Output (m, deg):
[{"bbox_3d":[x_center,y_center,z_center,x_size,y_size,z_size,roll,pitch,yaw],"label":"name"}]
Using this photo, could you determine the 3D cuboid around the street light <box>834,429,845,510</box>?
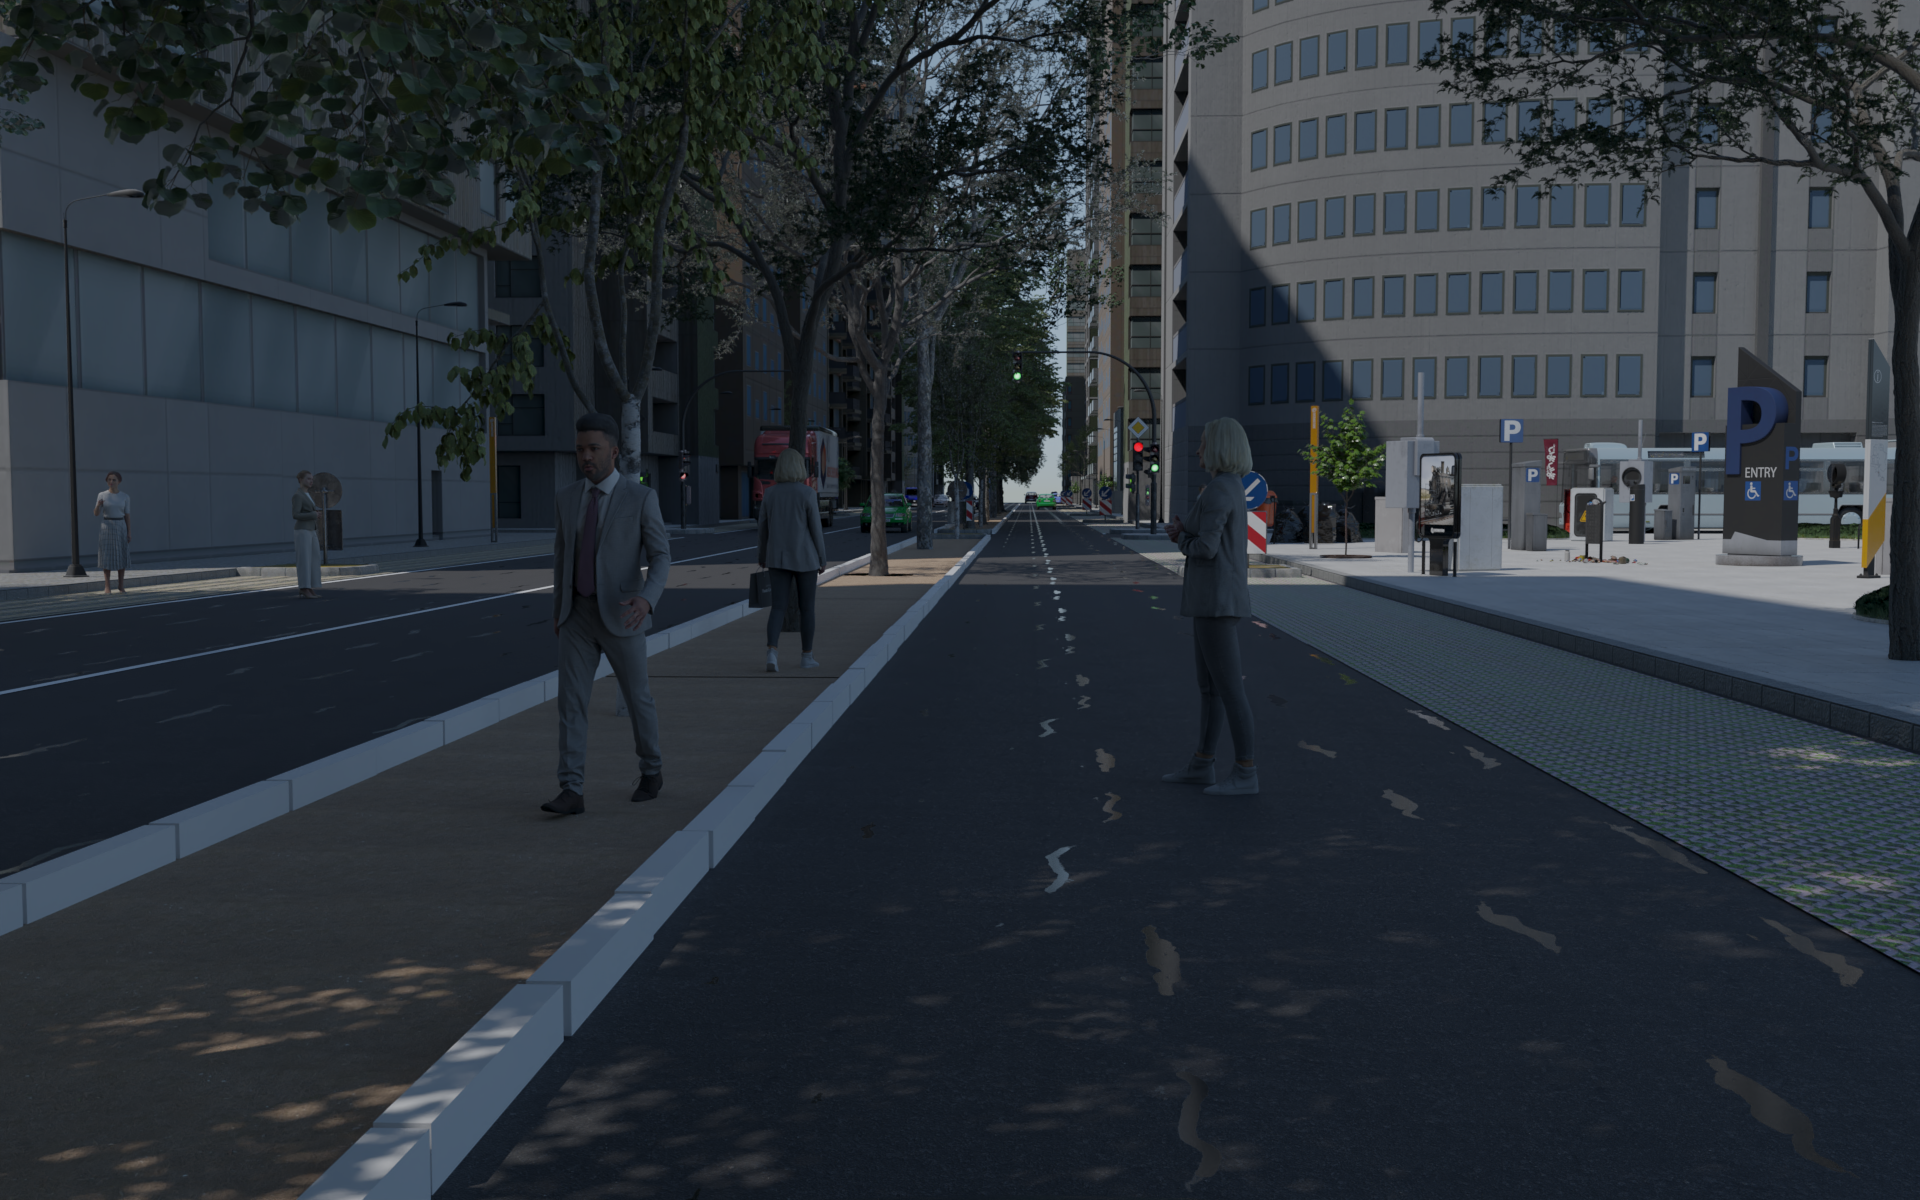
[{"bbox_3d":[-9.203,-9.235,123.532,1.470,5.913,1.316,0,4,2],"label":"street light"}]

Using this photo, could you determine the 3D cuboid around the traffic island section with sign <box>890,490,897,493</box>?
[{"bbox_3d":[-6.220,-9.486,163.724,1.989,1.847,2.006,0,4,2],"label":"traffic island section with sign"}]

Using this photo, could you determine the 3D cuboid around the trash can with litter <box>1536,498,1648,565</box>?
[{"bbox_3d":[11.946,-1.300,32.308,1.678,1.210,2.233,-1,4,-10],"label":"trash can with litter"}]

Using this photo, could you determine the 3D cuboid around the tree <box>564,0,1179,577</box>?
[{"bbox_3d":[-1.441,-7.161,29.912,12.009,13.543,11.850,0,3,0],"label":"tree"}]

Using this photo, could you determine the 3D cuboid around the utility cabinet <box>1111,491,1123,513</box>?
[{"bbox_3d":[10.364,-6.452,114.166,0.318,1.500,1.173,3,4,38],"label":"utility cabinet"}]

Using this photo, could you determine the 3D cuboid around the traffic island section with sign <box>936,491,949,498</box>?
[{"bbox_3d":[-2.951,-14.515,245.945,1.989,1.847,2.006,0,4,2],"label":"traffic island section with sign"}]

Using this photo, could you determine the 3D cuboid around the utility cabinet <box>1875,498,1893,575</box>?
[{"bbox_3d":[15.145,-1.001,27.521,1.020,1.237,0.306,0,4,8],"label":"utility cabinet"}]

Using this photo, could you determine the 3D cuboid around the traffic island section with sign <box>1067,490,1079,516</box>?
[{"bbox_3d":[8.143,-6.379,112.925,1.989,1.847,2.006,0,4,2],"label":"traffic island section with sign"}]

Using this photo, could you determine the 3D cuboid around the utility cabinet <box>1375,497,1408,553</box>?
[{"bbox_3d":[9.523,-1.642,38.008,0.306,1.237,1.020,-1,4,-21],"label":"utility cabinet"}]

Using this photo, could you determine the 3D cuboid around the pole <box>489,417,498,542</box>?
[{"bbox_3d":[-12.382,-3.188,45.960,0.158,3.312,0.155,0,3,0],"label":"pole"}]

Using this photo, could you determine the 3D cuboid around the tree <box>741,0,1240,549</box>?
[{"bbox_3d":[0.269,-11.304,43.159,12.611,20.169,13.585,0,3,0],"label":"tree"}]

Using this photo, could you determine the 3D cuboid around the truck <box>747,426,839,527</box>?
[{"bbox_3d":[-6.889,-5.154,73.174,2.839,4.237,11.283,0,4,2],"label":"truck"}]

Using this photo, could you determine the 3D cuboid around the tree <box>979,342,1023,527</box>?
[{"bbox_3d":[0.864,-7.410,73.979,4.737,8.622,4.395,0,3,0],"label":"tree"}]

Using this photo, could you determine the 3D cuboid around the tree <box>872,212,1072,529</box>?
[{"bbox_3d":[0.485,-8.996,67.669,7.486,12.596,7.792,0,3,0],"label":"tree"}]

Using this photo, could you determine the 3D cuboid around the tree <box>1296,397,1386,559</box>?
[{"bbox_3d":[7.860,-2.450,34.656,1.663,3.219,1.824,0,3,0],"label":"tree"}]

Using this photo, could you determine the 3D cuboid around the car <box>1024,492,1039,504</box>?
[{"bbox_3d":[10.756,-15.432,260.992,2.281,1.827,5.304,0,4,2],"label":"car"}]

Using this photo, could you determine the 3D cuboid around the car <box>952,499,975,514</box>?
[{"bbox_3d":[0.152,-6.712,122.319,1.945,1.354,3.894,0,4,4],"label":"car"}]

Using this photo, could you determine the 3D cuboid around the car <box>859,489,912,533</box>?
[{"bbox_3d":[-2.778,-3.470,65.527,1.959,1.807,4.718,0,4,1],"label":"car"}]

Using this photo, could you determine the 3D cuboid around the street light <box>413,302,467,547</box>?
[{"bbox_3d":[-12.582,-4.245,41.947,1.470,5.913,1.316,0,4,2],"label":"street light"}]

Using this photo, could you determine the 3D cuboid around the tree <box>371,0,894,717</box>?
[{"bbox_3d":[-2.163,-3.566,11.119,4.737,8.622,4.395,0,3,0],"label":"tree"}]

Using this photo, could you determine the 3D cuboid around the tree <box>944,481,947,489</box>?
[{"bbox_3d":[-3.949,-19.244,298.357,4.285,4.588,4.351,0,3,0],"label":"tree"}]

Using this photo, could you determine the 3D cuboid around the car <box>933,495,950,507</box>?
[{"bbox_3d":[-2.159,-10.906,190.674,2.083,1.381,4.827,0,4,3],"label":"car"}]

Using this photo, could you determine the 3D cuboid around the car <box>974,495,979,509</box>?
[{"bbox_3d":[0.977,-9.156,162.281,1.945,1.354,3.894,0,4,3],"label":"car"}]

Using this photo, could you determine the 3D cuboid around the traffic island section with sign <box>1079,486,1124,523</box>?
[{"bbox_3d":[7.069,-4.722,85.830,1.989,1.847,2.006,0,4,2],"label":"traffic island section with sign"}]

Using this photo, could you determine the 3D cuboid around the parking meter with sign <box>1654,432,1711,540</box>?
[{"bbox_3d":[20.176,-3.193,48.470,1.738,3.016,0.543,-2,4,-31],"label":"parking meter with sign"}]

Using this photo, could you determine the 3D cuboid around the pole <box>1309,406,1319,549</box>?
[{"bbox_3d":[8.218,-2.834,40.182,0.158,3.312,0.155,0,3,0],"label":"pole"}]

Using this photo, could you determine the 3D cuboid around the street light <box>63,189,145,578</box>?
[{"bbox_3d":[-13.128,-3.305,26.579,1.470,5.913,1.316,0,4,2],"label":"street light"}]

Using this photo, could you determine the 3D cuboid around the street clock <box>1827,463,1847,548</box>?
[{"bbox_3d":[20.732,-2.228,40.995,0.358,2.002,0.471,0,4,-1],"label":"street clock"}]

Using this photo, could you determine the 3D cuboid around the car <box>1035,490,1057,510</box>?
[{"bbox_3d":[7.827,-9.100,157.585,1.959,1.807,4.718,0,4,1],"label":"car"}]

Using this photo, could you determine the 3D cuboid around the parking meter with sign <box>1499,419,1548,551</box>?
[{"bbox_3d":[12.883,-2.642,39.458,0.543,3.016,1.738,0,4,-6],"label":"parking meter with sign"}]

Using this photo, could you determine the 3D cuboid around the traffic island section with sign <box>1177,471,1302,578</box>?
[{"bbox_3d":[4.862,-1.334,30.436,1.989,1.847,2.006,0,4,2],"label":"traffic island section with sign"}]

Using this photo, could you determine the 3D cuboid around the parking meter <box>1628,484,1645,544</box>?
[{"bbox_3d":[17.355,-2.201,44.403,0.372,1.533,0.369,0,3,0],"label":"parking meter"}]

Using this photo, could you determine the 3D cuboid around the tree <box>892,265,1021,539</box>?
[{"bbox_3d":[-0.086,-6.202,54.229,4.360,8.622,3.978,0,3,0],"label":"tree"}]

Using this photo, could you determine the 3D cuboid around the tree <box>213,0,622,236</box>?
[{"bbox_3d":[-2.549,-5.747,3.077,9.857,13.997,8.962,0,3,0],"label":"tree"}]

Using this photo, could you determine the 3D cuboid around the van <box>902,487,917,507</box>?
[{"bbox_3d":[-3.872,-9.014,151.759,2.240,2.365,5.245,0,4,1],"label":"van"}]

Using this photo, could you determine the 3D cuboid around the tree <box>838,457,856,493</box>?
[{"bbox_3d":[-10.253,-9.293,135.662,4.285,4.588,4.351,0,3,0],"label":"tree"}]

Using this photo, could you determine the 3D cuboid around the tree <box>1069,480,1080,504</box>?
[{"bbox_3d":[15.400,-14.442,230.721,1.663,3.219,1.824,0,3,0],"label":"tree"}]

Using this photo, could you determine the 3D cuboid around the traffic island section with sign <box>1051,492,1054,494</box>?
[{"bbox_3d":[11.204,-11.094,190.020,1.989,1.847,2.006,0,4,2],"label":"traffic island section with sign"}]

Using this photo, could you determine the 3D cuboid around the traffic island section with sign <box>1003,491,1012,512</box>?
[{"bbox_3d":[3.157,-7.948,138.086,2.006,1.907,1.989,0,4,2],"label":"traffic island section with sign"}]

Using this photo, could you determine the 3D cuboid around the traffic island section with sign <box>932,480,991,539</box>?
[{"bbox_3d":[-0.124,-2.903,55.605,2.006,1.907,1.989,0,4,2],"label":"traffic island section with sign"}]

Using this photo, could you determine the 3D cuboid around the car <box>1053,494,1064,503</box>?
[{"bbox_3d":[13.508,-14.180,241.439,1.945,1.707,3.694,0,4,3],"label":"car"}]

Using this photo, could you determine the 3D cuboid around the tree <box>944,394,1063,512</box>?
[{"bbox_3d":[3.156,-13.119,133.964,9.611,12.733,9.660,0,3,0],"label":"tree"}]

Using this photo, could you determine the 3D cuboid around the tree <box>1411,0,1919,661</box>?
[{"bbox_3d":[7.009,-4.815,13.139,7.601,10.594,8.767,0,4,-1],"label":"tree"}]

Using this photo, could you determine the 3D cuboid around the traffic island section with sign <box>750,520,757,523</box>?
[{"bbox_3d":[-9.313,-4.730,85.967,1.989,1.847,2.006,0,4,2],"label":"traffic island section with sign"}]

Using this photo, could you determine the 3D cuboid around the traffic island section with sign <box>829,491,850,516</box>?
[{"bbox_3d":[-8.226,-6.394,113.172,1.989,1.847,2.006,0,4,2],"label":"traffic island section with sign"}]

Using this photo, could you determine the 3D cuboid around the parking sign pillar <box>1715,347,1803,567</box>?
[{"bbox_3d":[14.446,-2.613,31.202,1.447,3.967,1.447,-2,4,-23],"label":"parking sign pillar"}]

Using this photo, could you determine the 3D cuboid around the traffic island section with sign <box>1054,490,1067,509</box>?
[{"bbox_3d":[10.099,-9.393,162.198,1.989,1.847,2.006,0,4,2],"label":"traffic island section with sign"}]

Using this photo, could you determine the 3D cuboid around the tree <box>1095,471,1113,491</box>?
[{"bbox_3d":[11.769,-8.901,140.140,1.663,3.219,1.824,0,3,0],"label":"tree"}]

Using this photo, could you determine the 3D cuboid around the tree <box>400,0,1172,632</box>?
[{"bbox_3d":[-1.781,-4.920,17.307,8.767,10.594,7.601,0,4,2],"label":"tree"}]

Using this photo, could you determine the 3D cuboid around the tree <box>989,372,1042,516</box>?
[{"bbox_3d":[2.037,-11.378,114.237,9.928,11.665,9.643,0,3,0],"label":"tree"}]

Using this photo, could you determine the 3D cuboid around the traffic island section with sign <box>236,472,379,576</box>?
[{"bbox_3d":[-11.509,-1.359,30.854,1.989,1.847,2.006,0,4,2],"label":"traffic island section with sign"}]
